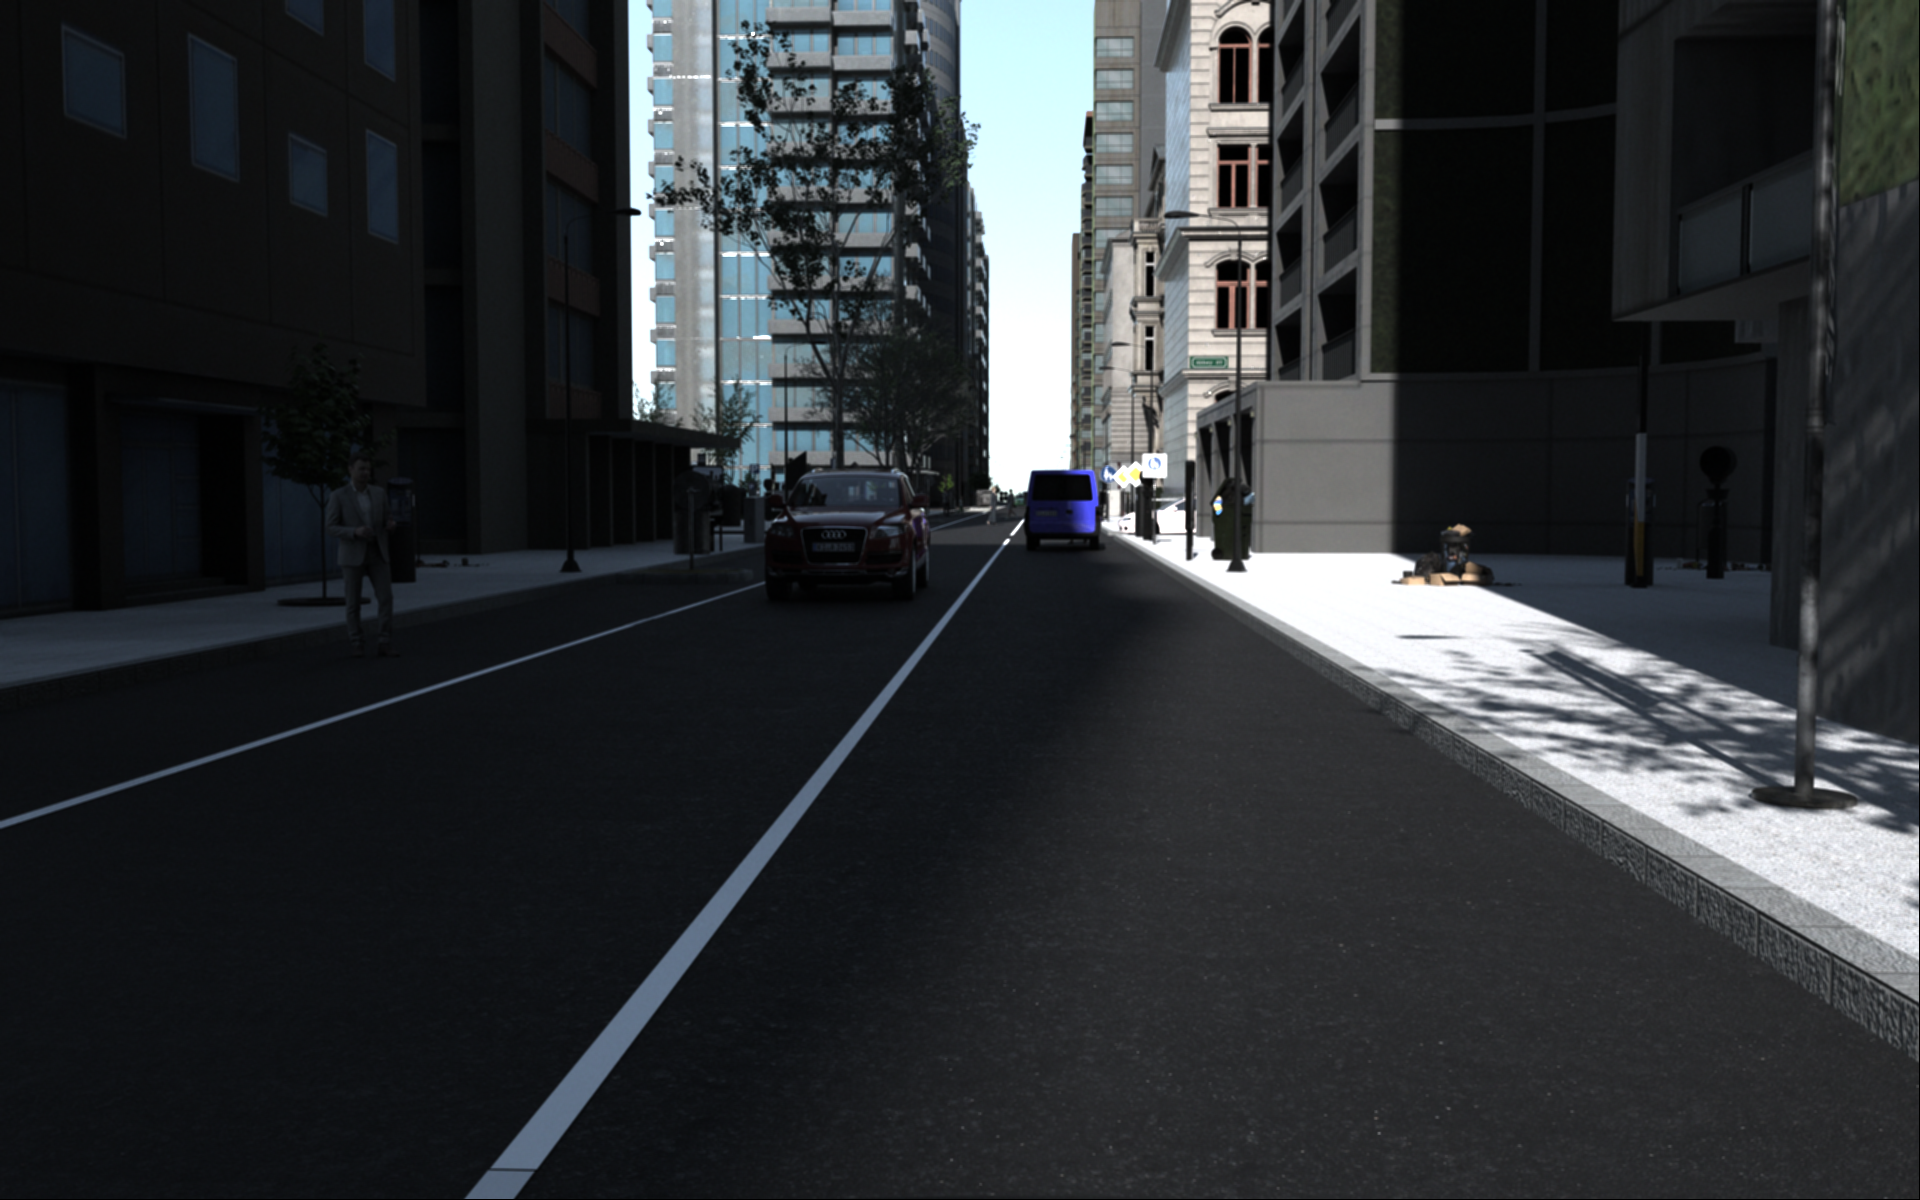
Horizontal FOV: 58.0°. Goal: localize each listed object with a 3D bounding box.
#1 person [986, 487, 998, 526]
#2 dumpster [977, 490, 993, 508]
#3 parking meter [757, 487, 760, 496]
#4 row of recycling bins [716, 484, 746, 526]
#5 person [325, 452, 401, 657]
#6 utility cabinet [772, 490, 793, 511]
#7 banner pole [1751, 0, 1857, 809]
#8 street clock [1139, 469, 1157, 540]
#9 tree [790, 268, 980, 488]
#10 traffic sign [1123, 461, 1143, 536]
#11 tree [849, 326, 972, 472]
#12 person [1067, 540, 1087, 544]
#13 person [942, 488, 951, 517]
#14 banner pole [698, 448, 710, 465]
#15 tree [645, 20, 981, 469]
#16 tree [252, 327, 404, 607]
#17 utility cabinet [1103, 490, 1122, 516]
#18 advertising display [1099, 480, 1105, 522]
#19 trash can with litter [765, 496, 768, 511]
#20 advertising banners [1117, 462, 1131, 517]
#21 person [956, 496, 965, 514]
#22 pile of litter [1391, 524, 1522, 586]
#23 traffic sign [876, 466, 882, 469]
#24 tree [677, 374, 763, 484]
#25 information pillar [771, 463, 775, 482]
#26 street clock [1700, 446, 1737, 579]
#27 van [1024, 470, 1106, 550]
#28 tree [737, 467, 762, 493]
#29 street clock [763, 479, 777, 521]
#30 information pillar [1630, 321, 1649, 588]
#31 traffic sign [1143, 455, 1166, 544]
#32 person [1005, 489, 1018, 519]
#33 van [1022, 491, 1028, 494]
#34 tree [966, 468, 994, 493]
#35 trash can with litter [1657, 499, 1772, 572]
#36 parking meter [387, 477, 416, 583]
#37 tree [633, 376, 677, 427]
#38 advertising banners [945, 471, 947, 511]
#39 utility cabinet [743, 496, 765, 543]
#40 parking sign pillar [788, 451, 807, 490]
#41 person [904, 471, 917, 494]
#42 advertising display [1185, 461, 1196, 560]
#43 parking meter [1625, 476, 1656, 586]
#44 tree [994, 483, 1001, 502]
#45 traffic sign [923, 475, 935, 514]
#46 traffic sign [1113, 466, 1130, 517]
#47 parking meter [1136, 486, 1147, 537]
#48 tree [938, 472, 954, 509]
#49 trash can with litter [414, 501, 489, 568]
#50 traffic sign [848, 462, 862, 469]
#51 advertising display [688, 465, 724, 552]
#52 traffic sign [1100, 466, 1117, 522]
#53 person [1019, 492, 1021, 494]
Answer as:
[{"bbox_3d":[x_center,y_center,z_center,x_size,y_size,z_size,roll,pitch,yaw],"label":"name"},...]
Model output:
[{"bbox_3d":[1.476,-4.270,78.738,0.534,1.772,0.576,-1,4,-15],"label":"person"},{"bbox_3d":[2.531,-9.758,167.763,1.865,1.857,1.264,0,4,2],"label":"dumpster"},{"bbox_3d":[-16.003,-8.027,136.950,0.399,1.863,0.255,0,4,-4],"label":"parking meter"},{"bbox_3d":[-10.425,-3.762,68.619,3.534,1.692,1.069,-1,4,-23],"label":"row of recycling bins"},{"bbox_3d":[-5.201,-0.397,15.190,0.583,1.804,0.606,3,5,44],"label":"person"},{"bbox_3d":[-10.568,-5.781,103.190,1.173,1.500,0.318,-1,4,-13],"label":"utility cabinet"},{"bbox_3d":[3.653,-1.058,7.318,0.401,3.779,0.863,2,4,33],"label":"banner pole"},{"bbox_3d":[5.240,-2.674,48.297,0.471,2.002,0.358,-2,4,-32],"label":"street clock"},{"bbox_3d":[-4.099,-11.299,95.100,12.009,13.543,11.850,0,3,0],"label":"tree"},{"bbox_3d":[5.380,-3.024,53.088,0.795,2.450,0.064,0,4,3],"label":"traffic sign"},{"bbox_3d":[-3.081,-11.006,105.701,9.928,11.665,9.643,0,3,0],"label":"tree"},{"bbox_3d":[3.306,-2.515,49.712,0.616,1.811,0.778,3,5,43],"label":"person"},{"bbox_3d":[-0.856,-6.172,109.600,0.592,1.802,0.473,-3,4,-38],"label":"person"},{"bbox_3d":[-13.879,-6.376,94.270,0.863,3.779,0.401,-1,4,-18],"label":"banner pole"},{"bbox_3d":[-6.393,-13.175,71.302,12.611,20.169,13.585,0,3,0],"label":"tree"},{"bbox_3d":[-7.324,-1.568,20.233,1.663,3.219,1.824,0,3,0],"label":"tree"},{"bbox_3d":[8.575,-5.489,98.423,1.173,1.500,0.318,1,4,23],"label":"utility cabinet"},{"bbox_3d":[6.655,-4.656,81.340,0.123,1.923,0.974,0,4,-4],"label":"advertising display"},{"bbox_3d":[-9.958,-4.940,91.821,1.678,1.210,2.233,2,4,33],"label":"trash can with litter"},{"bbox_3d":[9.055,-6.098,95.891,0.090,3.025,2.074,2,4,25],"label":"advertising banners"},{"bbox_3d":[0.043,-6.229,114.586,0.590,1.304,0.306,1,4,19],"label":"person"},{"bbox_3d":[7.044,-0.647,24.544,1.719,0.858,1.176,2,4,33],"label":"pile of litter"},{"bbox_3d":[-2.866,-3.539,61.501,0.795,2.450,0.064,0,4,3],"label":"traffic sign"},{"bbox_3d":[-14.207,-9.495,105.599,4.737,8.622,4.395,0,3,0],"label":"tree"},{"bbox_3d":[-14.058,-8.487,130.116,0.183,3.616,0.504,2,4,24],"label":"information pillar"},{"bbox_3d":[11.457,-1.324,26.216,0.358,2.002,0.471,-3,5,-43],"label":"street clock"},{"bbox_3d":[2.747,-2.533,45.799,2.240,2.365,5.245,0,4,4],"label":"van"},{"bbox_3d":[-15.135,-7.894,123.664,1.663,3.219,1.824,0,3,0],"label":"tree"},{"bbox_3d":[-9.152,-4.777,82.679,0.358,2.002,0.471,2,4,28],"label":"street clock"},{"bbox_3d":[9.340,-1.982,23.757,0.183,3.616,0.504,1,4,15],"label":"information pillar"},{"bbox_3d":[4.959,-2.572,44.175,0.606,2.300,0.079,1,4,9],"label":"traffic sign"},{"bbox_3d":[2.955,-5.497,99.121,0.760,1.731,0.466,1,4,18],"label":"person"},{"bbox_3d":[9.817,-15.135,254.460,2.013,2.044,4.112,0,4,2],"label":"van"},{"bbox_3d":[2.449,-14.082,213.946,4.285,4.588,4.351,0,3,0],"label":"tree"},{"bbox_3d":[12.942,-1.103,29.091,1.678,1.210,2.233,-3,4,-37],"label":"trash can with litter"},{"bbox_3d":[-8.102,-1.022,25.121,0.372,1.533,0.369,0,3,0],"label":"parking meter"},{"bbox_3d":[-19.223,-9.602,107.361,4.737,8.622,4.395,0,3,0],"label":"tree"},{"bbox_3d":[-1.011,-8.169,129.748,0.090,3.025,2.074,0,4,7],"label":"advertising banners"},{"bbox_3d":[-5.433,-2.110,45.664,0.306,1.237,1.020,-2,4,-23],"label":"utility cabinet"},{"bbox_3d":[-10.207,-7.287,107.620,1.447,3.967,1.447,-1,4,-21],"label":"parking sign pillar"},{"bbox_3d":[-0.912,-1.276,29.463,0.850,1.850,0.679,-2,4,-30],"label":"person"},{"bbox_3d":[4.498,-1.752,33.854,0.123,1.923,0.974,1,4,12],"label":"advertising display"},{"bbox_3d":[9.563,-0.975,24.353,0.372,1.533,0.369,0,3,0],"label":"parking meter"},{"bbox_3d":[6.182,-18.481,296.769,1.663,3.219,1.824,0,3,0],"label":"tree"},{"bbox_3d":[-2.045,-6.945,113.650,0.768,2.556,0.104,1,4,10],"label":"traffic sign"},{"bbox_3d":[5.767,-3.512,61.063,0.795,2.450,0.064,0,4,3],"label":"traffic sign"},{"bbox_3d":[5.465,-2.663,51.947,0.372,1.533,0.369,0,3,0],"label":"parking meter"},{"bbox_3d":[-0.944,-9.571,151.082,1.663,3.219,1.824,0,3,0],"label":"tree"},{"bbox_3d":[-9.359,-1.186,30.444,2.233,1.210,1.678,-2,4,-29],"label":"trash can with litter"},{"bbox_3d":[-3.253,-3.051,53.525,0.795,2.450,0.064,0,4,3],"label":"traffic sign"},{"bbox_3d":[-5.633,-2.035,38.488,0.123,1.923,0.974,3,4,39],"label":"advertising display"},{"bbox_3d":[6.727,-4.798,78.553,0.768,2.556,0.104,0,4,6],"label":"traffic sign"},{"bbox_3d":[8.601,-14.598,247.625,0.683,1.767,0.568,2,4,28],"label":"person"}]
